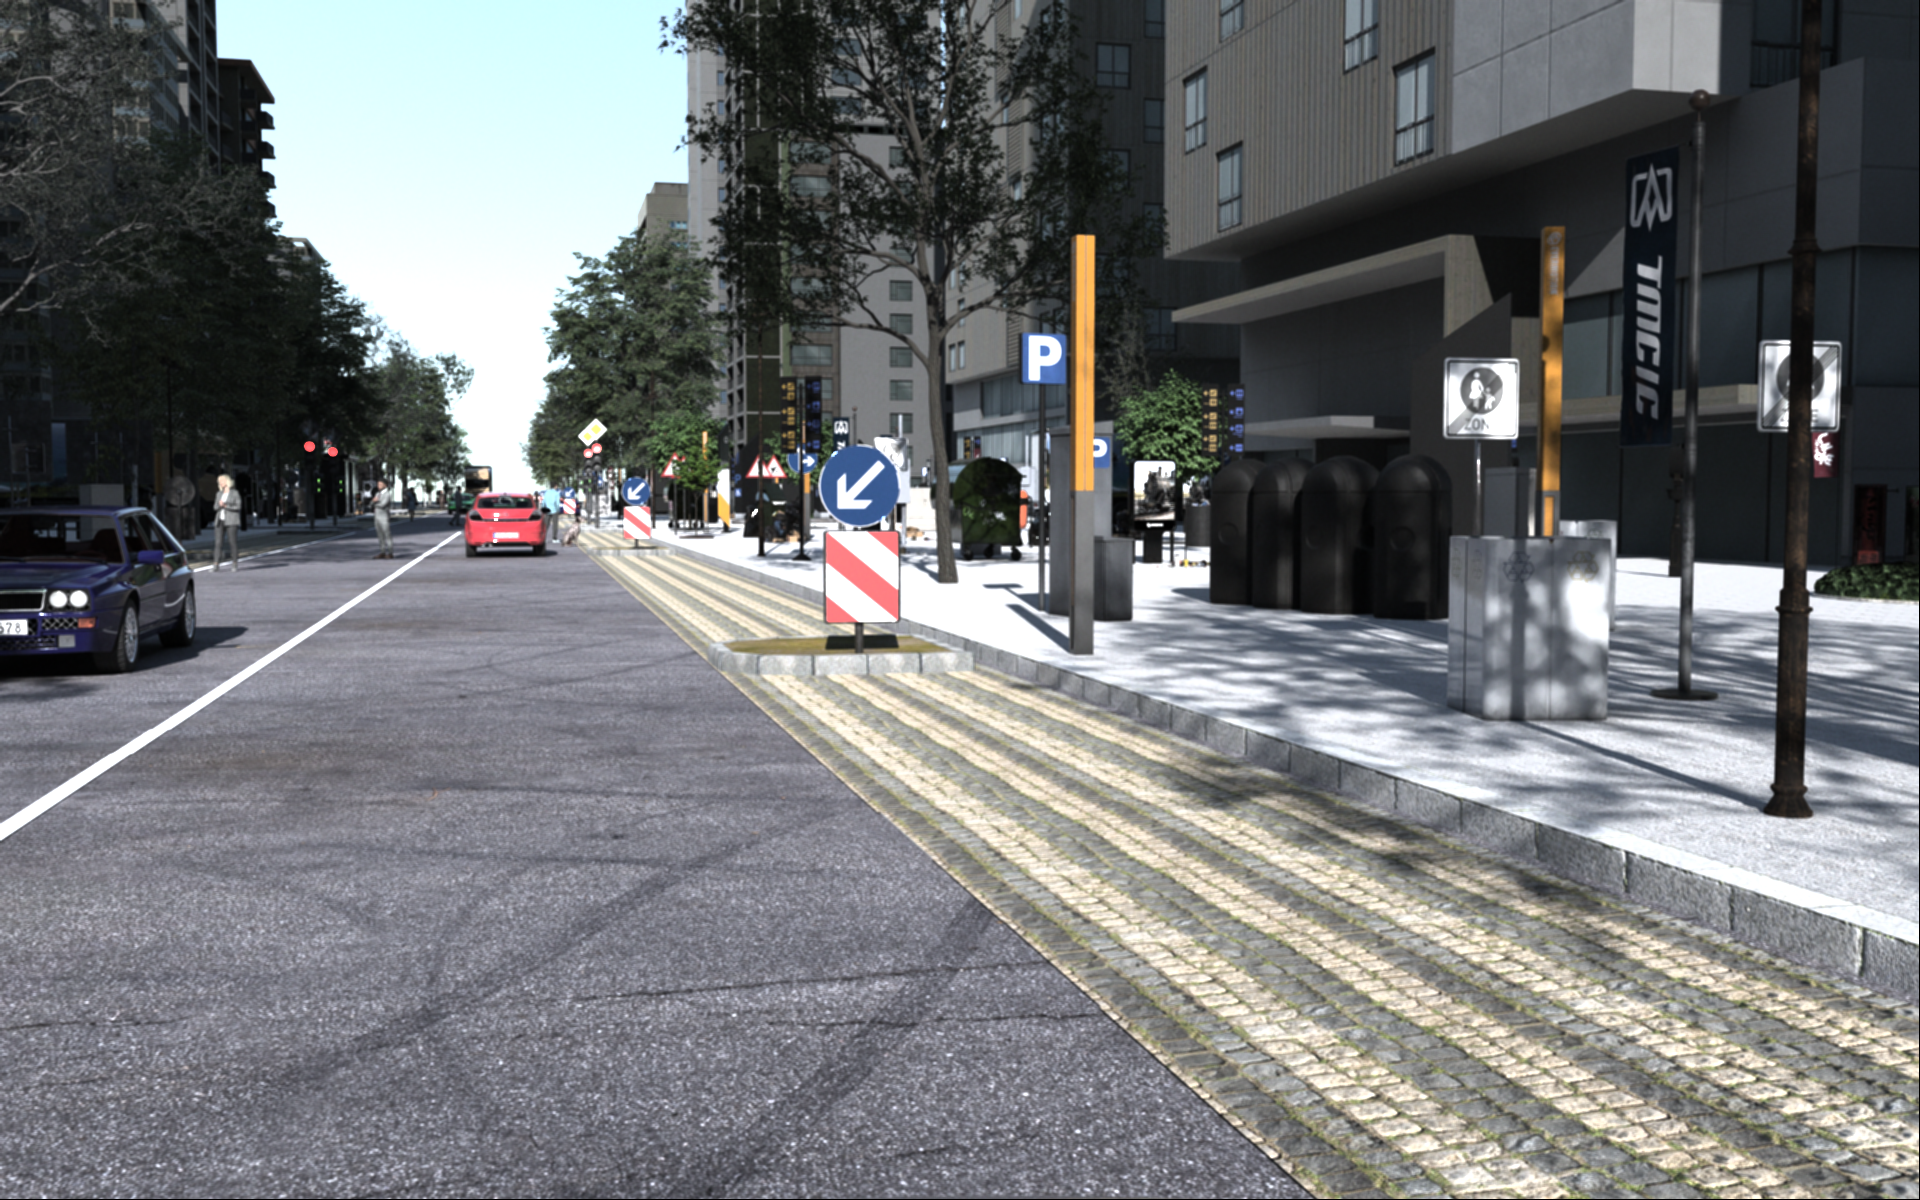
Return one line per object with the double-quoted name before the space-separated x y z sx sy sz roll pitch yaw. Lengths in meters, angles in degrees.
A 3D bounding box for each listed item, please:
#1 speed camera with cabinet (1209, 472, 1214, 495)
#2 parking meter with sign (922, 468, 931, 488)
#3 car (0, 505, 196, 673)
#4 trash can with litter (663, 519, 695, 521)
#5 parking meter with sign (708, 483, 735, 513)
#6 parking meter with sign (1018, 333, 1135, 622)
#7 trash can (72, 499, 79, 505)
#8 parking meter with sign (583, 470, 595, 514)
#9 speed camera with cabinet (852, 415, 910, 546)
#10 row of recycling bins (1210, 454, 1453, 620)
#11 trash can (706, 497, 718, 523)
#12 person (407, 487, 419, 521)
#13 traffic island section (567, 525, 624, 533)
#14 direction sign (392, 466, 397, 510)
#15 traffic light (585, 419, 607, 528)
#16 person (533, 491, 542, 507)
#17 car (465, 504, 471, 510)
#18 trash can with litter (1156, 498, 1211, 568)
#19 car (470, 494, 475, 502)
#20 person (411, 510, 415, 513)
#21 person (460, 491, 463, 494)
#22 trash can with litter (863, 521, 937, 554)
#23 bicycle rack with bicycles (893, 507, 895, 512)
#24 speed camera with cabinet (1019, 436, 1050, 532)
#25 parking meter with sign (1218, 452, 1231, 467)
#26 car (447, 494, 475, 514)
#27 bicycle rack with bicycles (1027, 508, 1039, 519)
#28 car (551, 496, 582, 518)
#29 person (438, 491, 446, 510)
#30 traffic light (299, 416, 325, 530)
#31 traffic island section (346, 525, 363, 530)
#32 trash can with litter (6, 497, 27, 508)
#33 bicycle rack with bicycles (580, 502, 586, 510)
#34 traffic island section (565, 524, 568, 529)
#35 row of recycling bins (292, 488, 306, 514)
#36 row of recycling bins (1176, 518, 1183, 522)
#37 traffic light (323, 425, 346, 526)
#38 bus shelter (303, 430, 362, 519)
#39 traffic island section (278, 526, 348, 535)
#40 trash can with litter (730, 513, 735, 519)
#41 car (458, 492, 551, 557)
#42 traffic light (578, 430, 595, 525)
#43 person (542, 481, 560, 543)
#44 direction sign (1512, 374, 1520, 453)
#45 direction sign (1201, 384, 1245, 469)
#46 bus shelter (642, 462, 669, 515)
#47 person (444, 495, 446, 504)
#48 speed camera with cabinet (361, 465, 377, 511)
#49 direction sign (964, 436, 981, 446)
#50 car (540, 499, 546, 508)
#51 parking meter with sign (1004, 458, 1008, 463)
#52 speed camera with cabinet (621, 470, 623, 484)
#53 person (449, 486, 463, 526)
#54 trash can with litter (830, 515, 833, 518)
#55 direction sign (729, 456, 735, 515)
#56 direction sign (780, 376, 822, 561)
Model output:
"speed camera with cabinet" 9.614 -4.528 68.370 0.660 3.252 2.038 1 4 18
"parking meter with sign" -2.168 -7.187 113.763 0.543 3.016 1.738 0 4 -6
"car" -7.772 -0.140 14.863 1.945 1.354 3.894 -1 4 -14
"trash can with litter" -13.521 -4.466 84.069 2.233 1.210 1.678 -3 4 -37
"parking meter with sign" -14.997 -6.905 109.157 0.543 3.016 1.738 3 4 38
"parking meter with sign" 1.249 -1.338 18.140 0.543 3.016 1.738 -2 4 -25
"trash can" -23.569 -2.152 46.832 0.748 1.137 0.748 0 3 0
"parking meter with sign" -26.359 -7.736 122.740 0.543 3.016 1.738 -1 4 -14
"speed camera with cabinet" -2.013 -3.021 43.725 0.660 3.252 2.038 -2 4 -33
"row of recycling bins" 4.003 -0.735 19.135 1.069 1.692 3.534 -2 4 -30
"trash can" -10.914 -3.935 75.998 0.748 1.137 0.748 0 3 0
"person" -28.762 -5.040 90.990 0.616 1.811 0.778 -1 4 -20
"traffic island section" -13.547 -2.601 64.811 2.009 0.180 2.903 -1 4 -14
"direction sign" -46.318 -9.153 141.652 0.379 3.537 0.876 0 4 -4
"traffic light" -13.588 -4.634 64.687 0.839 4.253 0.868 -1 4 -14
"person" -37.735 -8.886 154.503 1.217 1.735 0.721 0 4 5
"car" -16.694 -3.086 62.261 2.131 1.459 4.920 -1 4 -15
"trash can with litter" 4.631 -1.196 30.610 2.233 1.210 1.678 1 4 10
"car" -42.247 -8.329 148.178 2.014 1.417 4.499 -1 4 -13
"person" -40.993 -7.411 129.773 0.635 1.810 0.391 2 4 31
"person" -39.374 -7.820 136.454 0.694 1.812 0.767 -3 4 -38
"trash can with litter" -1.725 -1.614 37.440 1.678 1.210 2.233 -3 5 -44
"bicycle rack with bicycles" -4.068 -5.013 95.351 2.852 0.926 2.925 1 4 10
"speed camera with cabinet" 2.951 -3.929 58.573 2.038 3.252 0.660 2 4 33
"parking meter with sign" 11.130 -4.528 70.287 0.543 3.016 1.738 -1 4 -21
"car" -35.510 -7.001 123.258 1.959 1.807 4.718 -1 4 -15
"bicycle rack with bicycles" 3.809 -4.046 79.536 2.925 0.926 2.852 -3 4 -38
"car" -23.683 -5.589 103.961 1.945 1.354 3.894 -1 4 -14
"person" -47.172 -9.085 157.589 0.434 1.755 0.990 2 4 29
"traffic light" -23.286 -4.482 62.207 0.839 4.253 0.868 -1 4 -14
"traffic island section" -25.300 -2.923 70.070 2.009 0.180 2.903 -1 4 -14
"trash can with litter" -26.419 -2.337 49.275 1.678 1.210 2.233 -1 4 -12
"bicycle rack with bicycles" -29.397 -7.724 139.674 2.925 0.926 2.852 -3 5 -40
"traffic island section" -15.519 -3.075 72.550 2.009 0.180 2.903 -1 4 -14
"row of recycling bins" -42.248 -6.368 111.223 1.069 1.692 3.534 -1 4 -9
"row of recycling bins" 9.969 -4.465 80.123 1.069 1.692 3.534 -2 4 -31
"traffic light" -25.259 -4.956 69.946 0.839 4.253 0.868 -1 4 -14
"bus shelter" -33.514 -7.009 92.222 2.179 5.291 8.768 -1 4 -14
"traffic island section" -23.328 -2.450 62.332 2.009 0.180 2.903 -1 4 -14
"trash can with litter" -11.349 -4.738 88.854 1.055 1.170 0.624 -1 4 -13
"car" -10.724 -1.943 40.811 2.155 1.783 4.494 -1 4 -15
"traffic light" -15.561 -5.107 72.425 0.839 4.253 0.868 -1 4 -14
"person" -12.121 -2.612 51.228 0.660 1.820 0.620 1 4 18
"direction sign" 10.362 -2.511 33.053 0.379 3.537 0.876 -1 4 -19
"direction sign" 5.402 -2.669 35.632 0.876 3.537 0.379 0 4 -1
"bus shelter" -18.981 -8.098 110.041 2.179 5.291 8.768 -1 4 -14
"person" -47.756 -9.073 160.071 0.599 1.433 0.991 0 4 -2
"speed camera with cabinet" -40.299 -7.474 116.532 2.038 3.252 0.660 1 4 15
"direction sign" 0.485 -4.661 68.209 0.876 3.537 0.379 3 5 42
"car" -35.690 -8.476 151.160 1.945 1.354 3.894 -1 4 -14
"parking meter with sign" 1.427 -5.267 82.375 1.738 3.016 0.543 -3 4 -37
"speed camera with cabinet" -27.349 -9.090 142.965 0.660 3.252 2.038 -3 5 -43
"person" -22.620 -4.250 78.111 0.853 1.813 0.709 -3 4 -36
"trash can with litter" -7.000 -5.333 98.580 0.624 1.170 1.055 0 4 6
"direction sign" -13.711 -6.832 103.704 0.379 3.537 0.876 -3 4 -37
"direction sign" -3.057 -2.530 33.358 0.876 3.537 0.379 1 4 22
